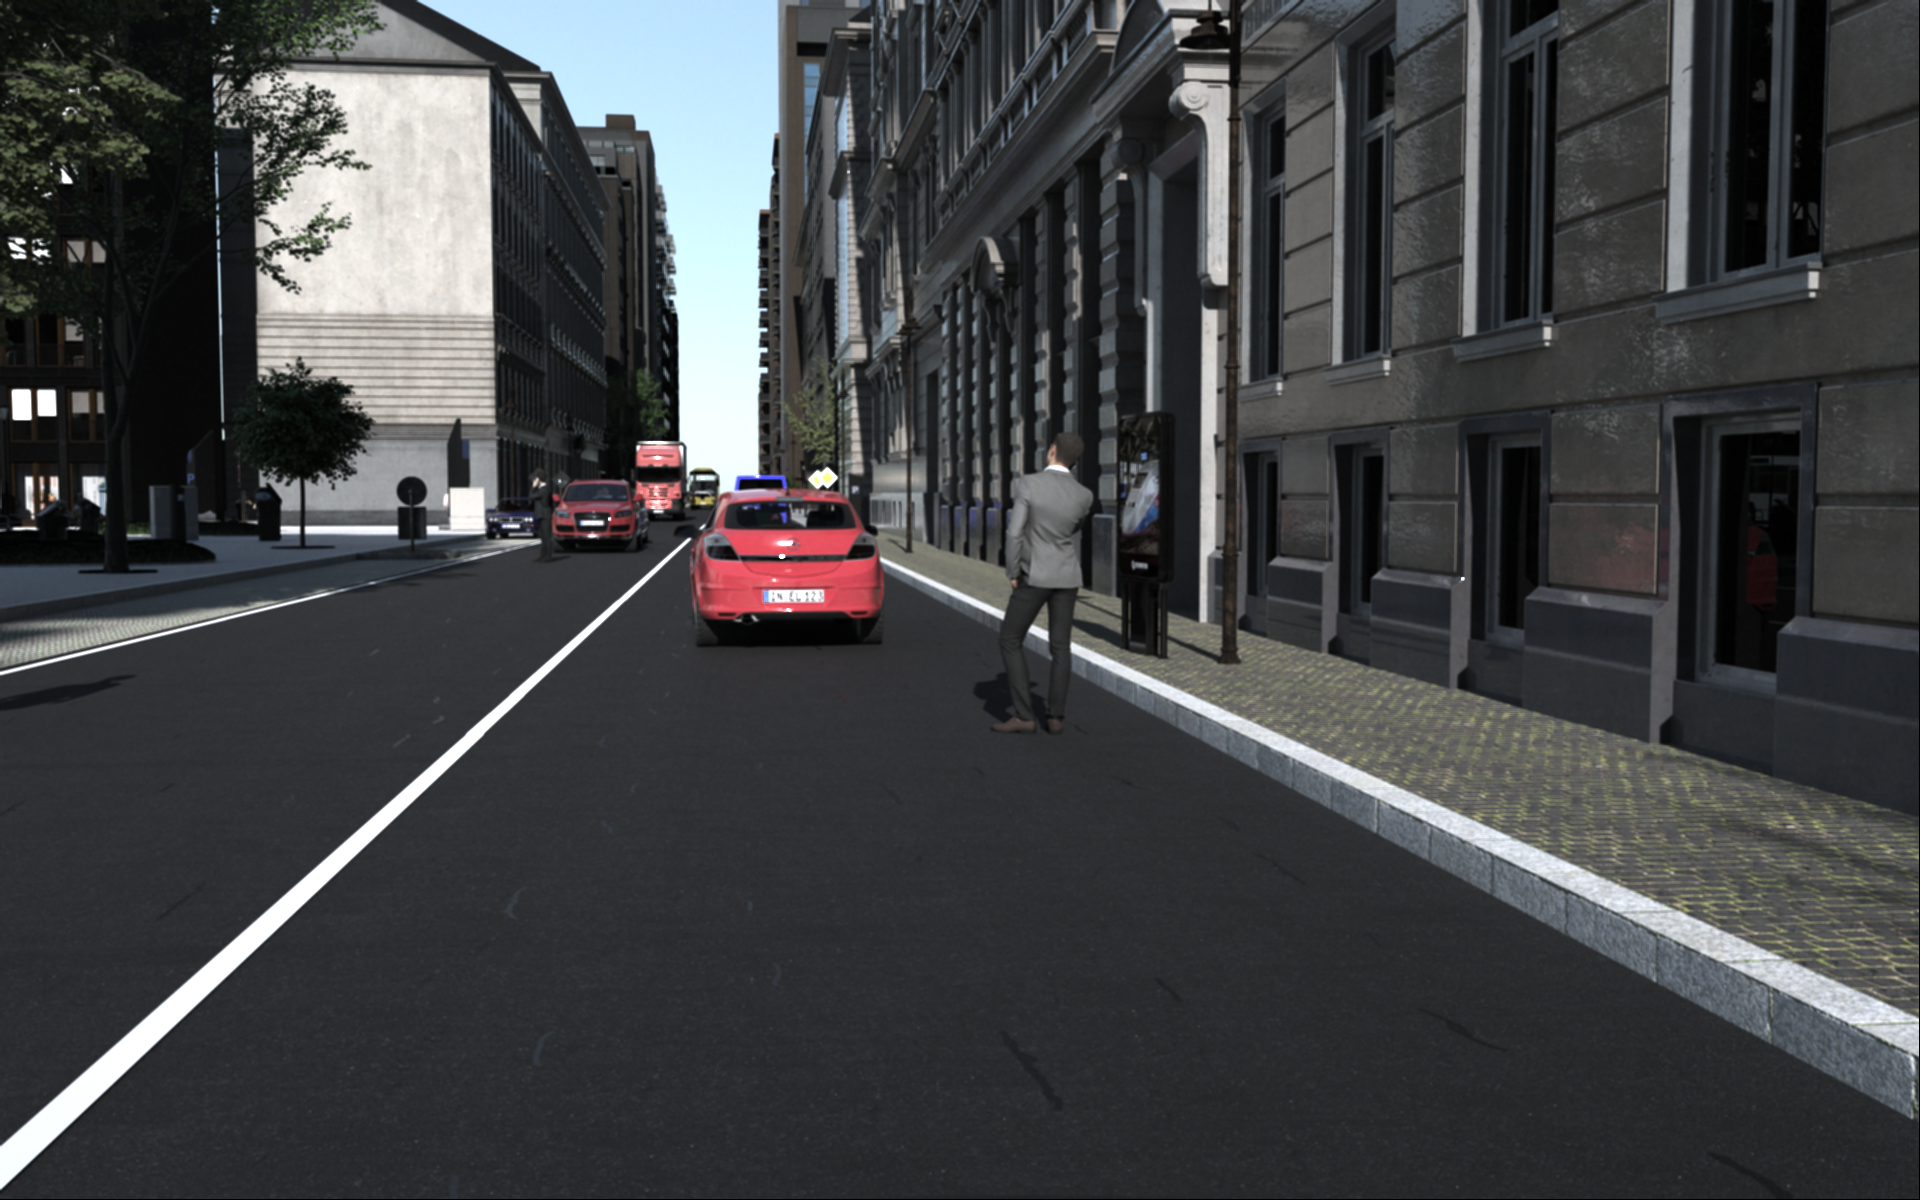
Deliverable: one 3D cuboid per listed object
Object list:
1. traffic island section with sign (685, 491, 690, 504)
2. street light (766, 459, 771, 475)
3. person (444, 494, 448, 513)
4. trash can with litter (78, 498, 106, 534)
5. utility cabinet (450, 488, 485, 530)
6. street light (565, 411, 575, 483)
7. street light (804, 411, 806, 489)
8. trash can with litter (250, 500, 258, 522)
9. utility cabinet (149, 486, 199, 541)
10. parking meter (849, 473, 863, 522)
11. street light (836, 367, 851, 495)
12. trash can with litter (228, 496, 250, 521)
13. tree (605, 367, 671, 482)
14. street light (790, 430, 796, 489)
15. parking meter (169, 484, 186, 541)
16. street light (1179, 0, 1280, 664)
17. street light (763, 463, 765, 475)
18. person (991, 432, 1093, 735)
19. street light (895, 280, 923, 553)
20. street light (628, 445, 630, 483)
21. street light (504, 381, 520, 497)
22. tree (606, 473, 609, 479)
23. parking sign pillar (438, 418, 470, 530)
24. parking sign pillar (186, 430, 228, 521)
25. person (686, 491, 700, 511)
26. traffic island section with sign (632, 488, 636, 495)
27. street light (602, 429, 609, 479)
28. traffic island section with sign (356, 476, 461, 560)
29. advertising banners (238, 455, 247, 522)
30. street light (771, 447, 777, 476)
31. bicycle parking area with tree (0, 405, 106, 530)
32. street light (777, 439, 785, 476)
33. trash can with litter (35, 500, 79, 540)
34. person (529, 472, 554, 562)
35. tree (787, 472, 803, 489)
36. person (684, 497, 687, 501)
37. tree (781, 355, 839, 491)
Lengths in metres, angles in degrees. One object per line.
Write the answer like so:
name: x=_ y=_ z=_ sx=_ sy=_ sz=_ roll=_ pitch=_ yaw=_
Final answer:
traffic island section with sign: x=-42.838 y=-16.514 z=278.627 sx=1.989 sy=1.847 sz=2.006 roll=0 pitch=4 yaw=-7
street light: x=-21.444 y=-13.701 z=196.791 sx=0.468 sy=5.910 sz=1.993 roll=0 pitch=4 yaw=-7
person: x=-19.444 y=-3.507 z=66.516 sx=0.731 sy=1.740 sz=0.598 roll=-1 pitch=4 yaw=-18
trash can with litter: x=-24.409 y=-2.296 z=48.934 sx=0.624 sy=1.170 sz=1.055 roll=2 pitch=4 yaw=32
utility cabinet: x=-17.300 y=-3.190 z=60.835 sx=1.173 sy=1.500 sz=0.318 roll=-1 pitch=4 yaw=-14
street light: x=-21.660 y=-7.550 z=96.224 sx=0.468 sy=5.910 sz=1.993 roll=0 pitch=4 yaw=-7
street light: x=-8.625 y=-7.577 z=96.665 sx=0.468 sy=5.910 sz=1.993 roll=0 pitch=4 yaw=-7
trash can with litter: x=-23.802 y=-2.923 z=59.172 sx=0.624 sy=1.170 sz=1.055 roll=-1 pitch=4 yaw=-21
utility cabinet: x=-21.284 y=-2.339 z=46.925 sx=0.318 sy=1.500 sz=1.173 roll=3 pitch=5 yaw=41
parking meter: x=-2.905 y=-2.610 z=48.377 sx=0.399 sy=1.863 sz=0.255 roll=0 pitch=4 yaw=-1
street light: x=-4.253 y=-5.523 z=63.083 sx=0.468 sy=5.910 sz=1.993 roll=0 pitch=4 yaw=-7
trash can with litter: x=-33.559 y=-4.237 z=80.670 sx=0.624 sy=1.170 sz=1.055 roll=1 pitch=4 yaw=21
tree: x=-27.217 y=-13.174 z=141.150 sx=9.928 sy=11.665 sz=9.643 roll=0 pitch=3 yaw=0
street light: x=-11.675 y=-9.089 z=121.394 sx=0.468 sy=5.910 sz=1.993 roll=0 pitch=4 yaw=-7
parking meter: x=-20.409 y=-2.250 z=45.193 sx=0.372 sy=1.533 sz=0.369 roll=0 pitch=3 yaw=0
street light: x=2.041 y=-2.457 z=12.953 sx=0.468 sy=5.910 sz=1.993 roll=0 pitch=4 yaw=-7
street light: x=-24.668 y=-15.257 z=222.238 sx=0.468 sy=5.910 sz=1.993 roll=0 pitch=4 yaw=-7
person: x=0.493 y=-0.105 z=10.401 sx=0.592 sy=1.802 sz=0.473 roll=-1 pitch=4 yaw=-10
street light: x=-1.111 y=-3.968 z=37.669 sx=0.468 sy=5.910 sz=1.993 roll=0 pitch=4 yaw=-7
street light: x=-28.102 y=-10.648 z=146.878 sx=0.468 sy=5.910 sz=1.993 roll=0 pitch=4 yaw=-7
street light: x=-18.364 y=-6.014 z=71.121 sx=0.468 sy=5.910 sz=1.993 roll=0 pitch=4 yaw=-7
tree: x=-27.351 y=-8.478 z=133.211 sx=1.663 sy=3.219 sz=1.824 roll=0 pitch=3 yaw=0
parking sign pillar: x=-18.045 y=-4.516 z=62.306 sx=1.447 sy=3.967 sz=1.447 roll=-2 pitch=4 yaw=-32
parking sign pillar: x=-31.676 y=-5.125 z=72.263 sx=1.447 sy=3.967 sz=1.447 roll=1 pitch=4 yaw=12
person: x=-22.784 y=-8.481 z=147.880 sx=1.217 sy=1.735 sz=0.721 roll=-1 pitch=4 yaw=-21
traffic island section with sign: x=-22.636 y=-6.830 z=120.303 sx=1.989 sy=1.847 sz=2.006 roll=0 pitch=4 yaw=-7
street light: x=-24.758 y=-9.068 z=121.047 sx=0.468 sy=5.910 sz=1.993 roll=0 pitch=4 yaw=-7
traffic island section with sign: x=-12.183 y=-1.822 z=38.419 sx=1.989 sy=1.847 sz=2.006 roll=0 pitch=4 yaw=-7
advertising banners: x=-30.008 y=-4.659 z=72.370 sx=0.090 sy=3.025 sz=2.074 roll=-1 pitch=4 yaw=-15
street light: x=-18.215 y=-12.189 z=172.084 sx=0.468 sy=5.910 sz=1.993 roll=0 pitch=4 yaw=-7
bicycle parking area with tree: x=-33.460 y=-4.253 z=56.545 sx=8.231 sy=4.147 sz=9.016 roll=1 pitch=4 yaw=19
street light: x=-14.972 y=-10.612 z=146.296 sx=0.468 sy=5.910 sz=1.993 roll=0 pitch=4 yaw=-7
trash can with litter: x=-18.182 y=-1.400 z=34.275 sx=0.624 sy=1.170 sz=1.055 roll=3 pitch=5 yaw=40
person: x=-8.801 y=-1.744 z=36.378 sx=0.474 sy=1.900 sz=0.648 roll=0 pitch=4 yaw=-7
tree: x=-14.677 y=-9.512 z=150.124 sx=1.663 sy=3.219 sz=1.824 roll=0 pitch=3 yaw=0
person: x=-35.142 y=-12.993 z=221.618 sx=0.721 sy=1.739 sz=1.217 roll=0 pitch=4 yaw=5
tree: x=-6.776 y=-8.483 z=89.053 sx=4.737 sy=8.622 sz=4.395 roll=0 pitch=3 yaw=0
